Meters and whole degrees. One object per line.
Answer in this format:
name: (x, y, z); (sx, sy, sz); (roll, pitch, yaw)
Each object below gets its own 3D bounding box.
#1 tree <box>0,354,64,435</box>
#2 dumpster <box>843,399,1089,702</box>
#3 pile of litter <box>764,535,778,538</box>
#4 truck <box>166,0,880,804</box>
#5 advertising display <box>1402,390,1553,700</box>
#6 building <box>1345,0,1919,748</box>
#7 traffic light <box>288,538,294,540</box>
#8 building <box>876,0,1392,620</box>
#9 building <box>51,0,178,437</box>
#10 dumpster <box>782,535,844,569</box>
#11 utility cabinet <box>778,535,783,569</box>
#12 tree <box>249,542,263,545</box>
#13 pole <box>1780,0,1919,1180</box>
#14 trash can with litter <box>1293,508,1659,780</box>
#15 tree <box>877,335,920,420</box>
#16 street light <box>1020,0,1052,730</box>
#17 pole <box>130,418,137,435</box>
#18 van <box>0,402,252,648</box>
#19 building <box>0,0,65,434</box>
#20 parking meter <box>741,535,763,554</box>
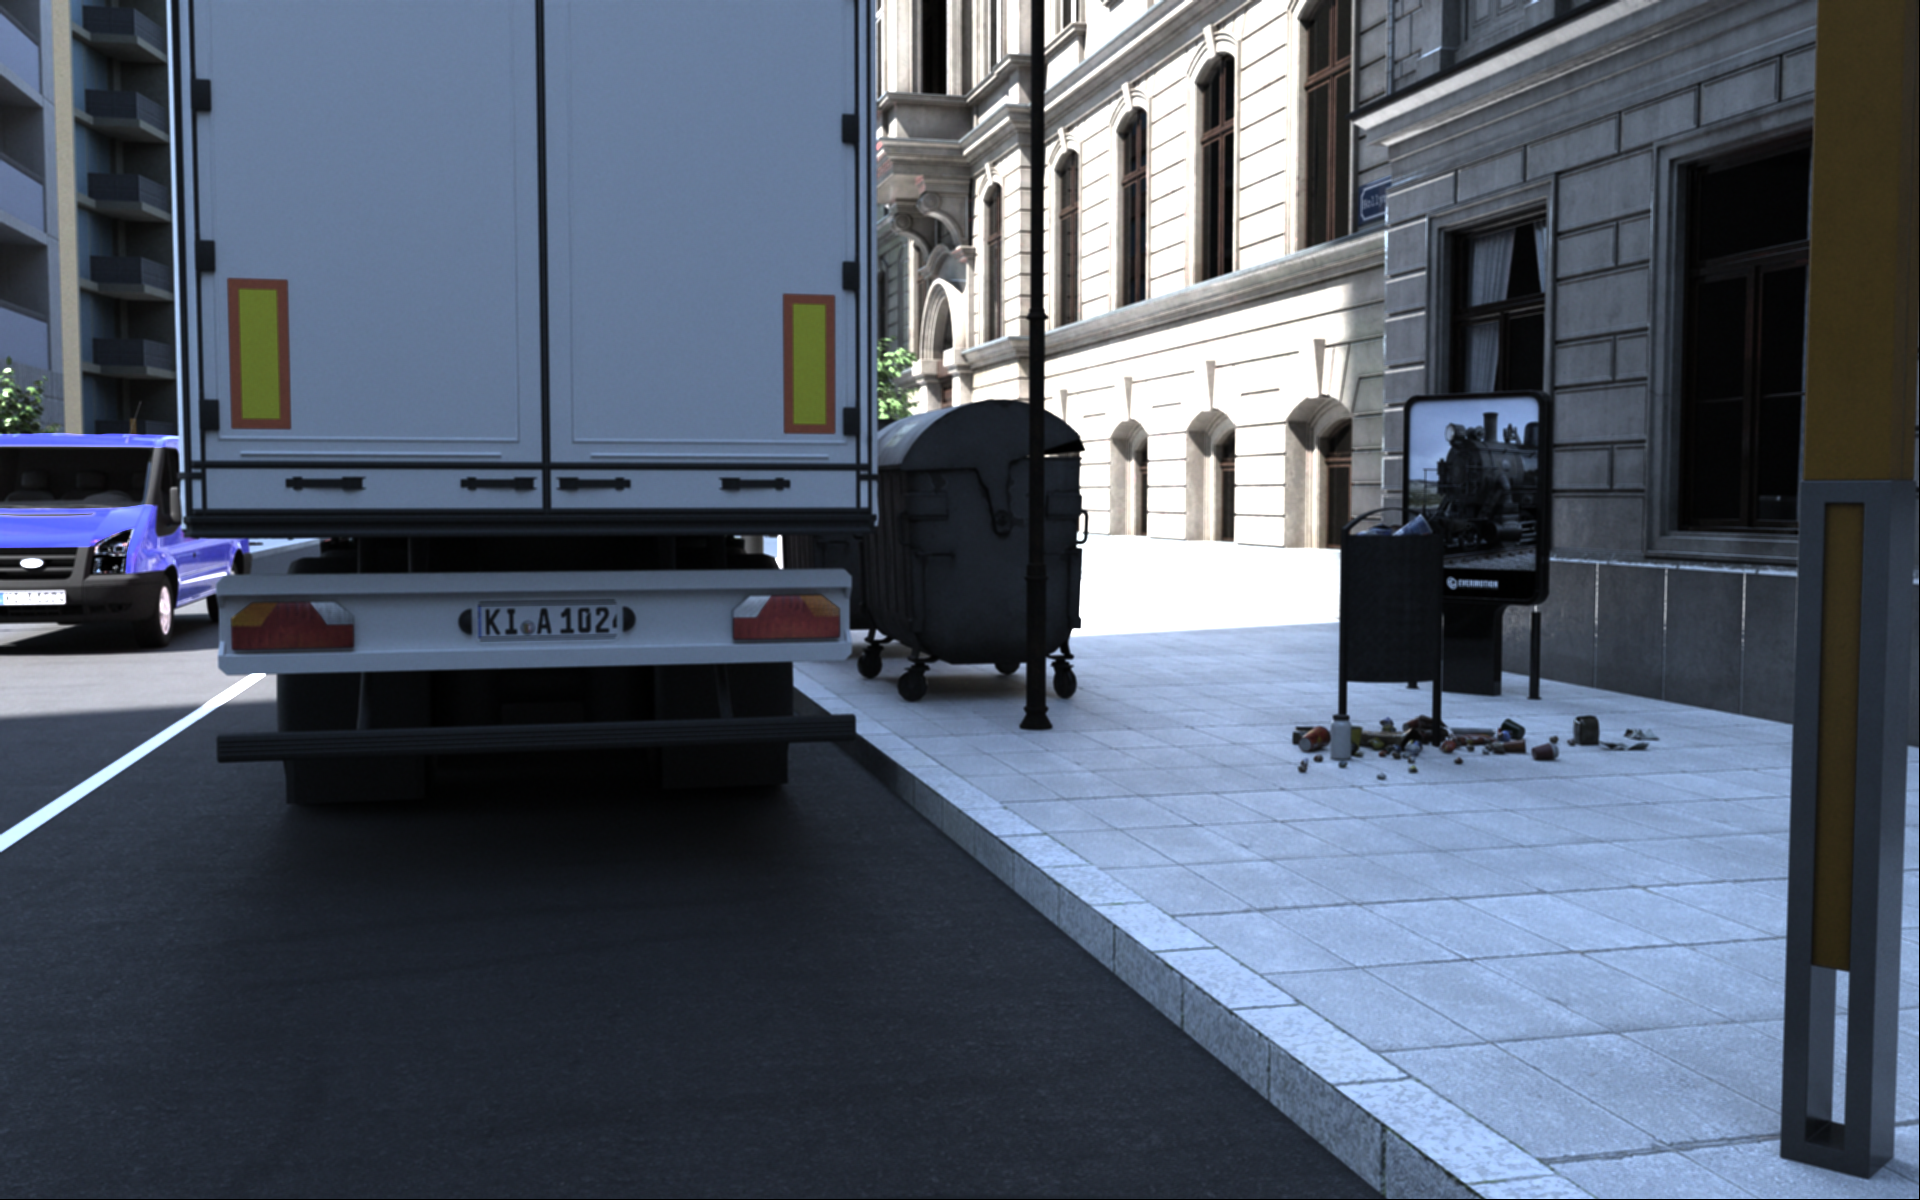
tree: (-13.089, -1.806, 24.134); (1.663, 3.219, 1.824); (0, 3, 0)
dumpster: (0.037, -0.348, 11.447); (1.264, 1.857, 1.865); (-1, 4, -14)
pile of litter: (-4.899, -2.287, 51.357); (1.719, 0.858, 1.176); (1, 4, 9)
truck: (-2.832, -1.382, 11.517); (2.839, 4.237, 11.283); (-1, 4, -14)
advertising display: (3.290, -0.359, 11.089); (0.974, 1.923, 0.123); (3, 5, 44)
building: (10.121, -8.674, 6.451); (10.561, 19.102, 19.286); (-1, 4, -14)
traffic light: (-18.724, -3.637, 48.385); (0.839, 4.253, 0.868); (-1, 4, -14)
building: (5.184, -13.084, 33.000); (14.460, 24.649, 34.723); (-1, 4, -14)
building: (-40.670, -25.420, 70.249); (22.147, 44.769, 28.867); (-1, 4, -14)
dumpster: (-0.782, -0.515, 14.179); (1.264, 1.857, 1.865); (-1, 4, -14)
utility cabinet: (-1.353, -0.410, 17.861); (1.020, 1.237, 0.306); (-1, 4, -10)
tree: (-18.015, -2.995, 43.564); (1.663, 3.219, 1.824); (0, 3, 0)
pole: (1.695, -0.575, 3.246); (0.158, 3.312, 0.155); (0, 3, 0)
trash can with litter: (2.575, 0.145, 8.680); (2.233, 1.210, 1.678); (-1, 4, -9)
tree: (-2.328, -2.546, 25.341); (4.285, 4.588, 4.351); (0, 3, 0)
street light: (0.417, -2.234, 9.320); (0.468, 5.910, 1.993); (-1, 4, -14)
pole: (-22.281, -3.236, 46.757); (0.158, 3.312, 0.155); (0, 3, 0)
van: (-8.733, -0.816, 17.719); (2.240, 2.365, 5.245); (-1, 4, -13)
building: (-32.887, -29.853, 30.093); (28.212, 58.520, 21.231); (-1, 4, -14)
parking meter: (-3.427, -1.231, 28.532); (0.372, 1.533, 0.369); (0, 3, 0)
